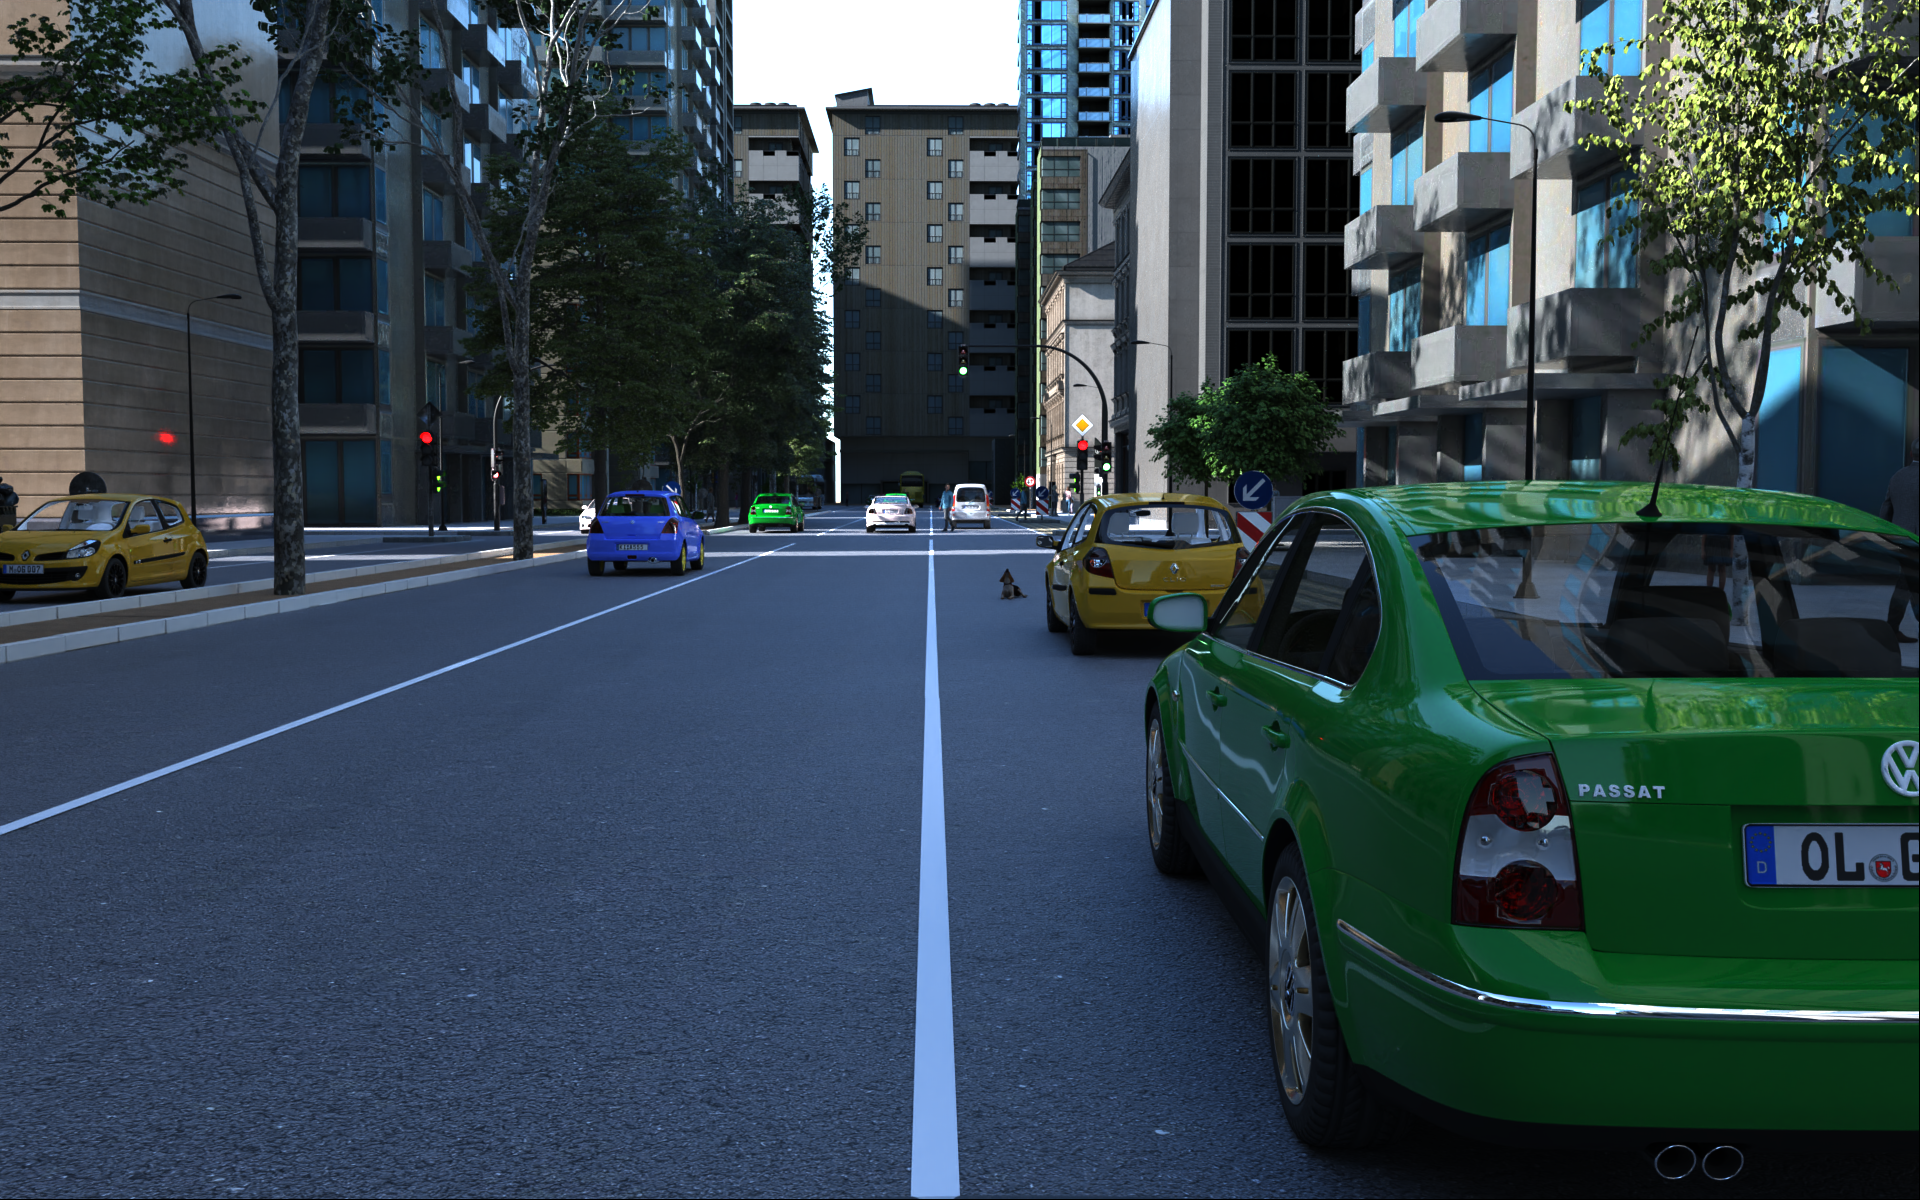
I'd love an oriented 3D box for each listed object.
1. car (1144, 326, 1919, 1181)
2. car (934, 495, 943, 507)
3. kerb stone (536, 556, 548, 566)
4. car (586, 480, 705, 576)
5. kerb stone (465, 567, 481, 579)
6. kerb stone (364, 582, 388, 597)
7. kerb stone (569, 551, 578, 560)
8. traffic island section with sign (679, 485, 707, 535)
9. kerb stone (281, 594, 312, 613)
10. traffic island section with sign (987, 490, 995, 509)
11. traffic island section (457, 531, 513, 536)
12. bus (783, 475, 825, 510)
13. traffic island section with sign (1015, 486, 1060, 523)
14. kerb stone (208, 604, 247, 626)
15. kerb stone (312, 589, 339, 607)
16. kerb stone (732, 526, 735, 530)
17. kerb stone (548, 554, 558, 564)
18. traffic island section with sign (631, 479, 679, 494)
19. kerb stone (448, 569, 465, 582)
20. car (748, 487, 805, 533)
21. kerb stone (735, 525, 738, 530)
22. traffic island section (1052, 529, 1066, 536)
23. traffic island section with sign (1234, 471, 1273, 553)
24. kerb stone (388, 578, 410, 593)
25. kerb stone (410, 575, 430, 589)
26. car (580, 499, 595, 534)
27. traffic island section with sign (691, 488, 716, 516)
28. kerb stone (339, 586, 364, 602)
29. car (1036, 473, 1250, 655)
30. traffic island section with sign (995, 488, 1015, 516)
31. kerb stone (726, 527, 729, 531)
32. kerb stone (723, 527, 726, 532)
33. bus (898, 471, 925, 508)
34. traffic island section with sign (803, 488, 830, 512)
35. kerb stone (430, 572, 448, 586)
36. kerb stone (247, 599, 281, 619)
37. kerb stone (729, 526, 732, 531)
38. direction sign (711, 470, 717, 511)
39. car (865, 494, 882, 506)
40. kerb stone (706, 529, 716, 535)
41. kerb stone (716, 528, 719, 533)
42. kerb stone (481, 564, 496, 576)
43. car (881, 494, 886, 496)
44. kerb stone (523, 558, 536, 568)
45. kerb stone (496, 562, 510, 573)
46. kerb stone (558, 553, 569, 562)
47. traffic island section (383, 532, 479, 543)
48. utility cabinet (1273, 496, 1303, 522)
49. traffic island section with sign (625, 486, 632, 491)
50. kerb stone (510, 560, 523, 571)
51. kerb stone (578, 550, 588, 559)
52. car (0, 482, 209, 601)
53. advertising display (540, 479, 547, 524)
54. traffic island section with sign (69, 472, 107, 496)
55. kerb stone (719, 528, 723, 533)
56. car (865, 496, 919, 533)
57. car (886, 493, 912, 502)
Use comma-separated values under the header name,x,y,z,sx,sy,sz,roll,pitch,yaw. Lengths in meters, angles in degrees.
name,x,y,z,sx,sy,sz,roll,pitch,yaw
car,1.607,0.222,5.170,1.959,1.807,4.718,0,4,0
car,-1.802,-10.773,188.719,1.945,1.354,3.894,0,4,-3
kerb stone,-8.479,-0.762,34.673,0.120,0.150,1.000,0,4,-1
car,-5.698,-1.353,31.712,1.945,1.707,3.694,0,4,-1
kerb stone,-8.400,-0.449,29.539,0.120,0.150,1.000,0,4,-1
kerb stone,-8.318,-0.131,24.404,0.120,0.150,1.000,0,4,-1
kerb stone,-8.537,-0.946,37.741,0.120,0.150,1.000,0,4,-1
traffic island section with sign,-9.947,-3.197,60.402,2.006,1.907,1.989,0,4,-1
kerb stone,-8.253,0.053,21.334,0.120,0.150,1.000,0,4,-1
traffic island section with sign,2.622,-9.424,162.717,1.989,1.847,2.006,0,4,-1
traffic island section,-16.227,-2.346,60.642,2.009,0.180,2.903,0,4,-1
bus,-14.342,-10.140,160.647,2.948,3.499,13.247,0,3,0
traffic island section with sign,3.909,-4.714,85.708,1.989,1.847,2.006,0,4,-1
kerb stone,-8.225,0.178,19.284,0.120,0.150,1.000,0,4,-1
kerb stone,-8.279,-0.010,22.361,0.120,0.150,1.000,0,4,-1
kerb stone,-9.038,-2.799,67.969,0.120,0.150,1.000,0,4,-1
kerb stone,-8.504,-0.826,35.694,0.120,0.150,1.000,0,4,-1
traffic island section with sign,-9.834,-2.744,52.995,2.006,1.907,1.989,0,4,-1
kerb stone,-8.377,-0.386,28.506,0.120,0.150,1.000,0,4,-1
car,-6.902,-3.463,65.415,1.959,1.807,4.718,0,3,0
kerb stone,-9.056,-2.863,68.997,0.120,0.150,1.000,0,4,-1
traffic island section,4.312,-2.367,60.977,2.009,0.180,2.903,0,4,-1
traffic island section with sign,4.833,-1.307,29.989,1.989,1.847,2.006,0,4,-1
kerb stone,-8.332,-0.198,25.429,0.120,0.150,1.000,0,4,-1
kerb stone,-8.349,-0.260,26.460,0.120,0.150,1.000,0,4,-1
car,-12.891,-3.177,64.308,2.083,1.381,4.827,0,4,-3
traffic island section with sign,-16.762,-6.376,112.876,1.989,1.847,2.006,0,4,-1
kerb stone,-8.300,-0.073,23.382,0.120,0.150,1.000,0,4,-1
car,1.789,-0.406,16.859,2.015,1.641,3.980,0,4,-2
traffic island section with sign,3.461,-6.363,112.659,1.989,1.847,2.006,0,4,-1
kerb stone,-9.002,-2.674,65.922,0.120,0.150,1.000,0,4,-1
kerb stone,-8.989,-2.611,64.885,0.120,0.150,1.000,0,4,-1
bus,-5.170,-11.876,185.724,2.896,3.916,12.252,0,4,-2
traffic island section with sign,-11.204,-7.792,135.530,2.006,1.907,1.989,0,4,-1
kerb stone,-8.358,-0.322,27.482,0.120,0.150,1.000,0,4,-1
kerb stone,-8.243,0.116,20.308,0.120,0.150,1.000,0,4,-1
kerb stone,-9.020,-2.737,66.944,0.120,0.150,1.000,0,4,-1
direction sign,-19.112,-8.733,134.782,0.379,3.537,0.876,1,4,22
car,-8.569,-10.000,175.294,2.131,1.459,4.920,0,4,1
kerb stone,-8.927,-2.423,61.804,0.120,0.150,1.000,0,4,-1
kerb stone,-8.954,-2.481,62.827,0.120,0.150,1.000,0,4,-1
kerb stone,-8.414,-0.512,30.565,0.120,0.150,1.000,0,4,-1
car,-9.058,-11.972,204.774,2.155,1.783,4.494,0,4,-2
kerb stone,-8.469,-0.700,33.644,0.120,0.150,1.000,0,4,-1
kerb stone,-8.436,-0.574,31.592,0.120,0.150,1.000,0,4,-1
kerb stone,-8.517,-0.888,36.718,0.120,0.150,1.000,0,4,-1
traffic island section,-16.094,-1.858,52.658,2.009,0.180,2.903,0,4,-1
utility cabinet,10.228,-2.602,53.699,1.020,1.237,0.306,0,4,-4
traffic island section with sign,-16.326,-4.724,85.862,1.989,1.847,2.006,0,4,-1
kerb stone,-8.452,-0.637,32.614,0.120,0.150,1.000,0,4,-1
kerb stone,-8.546,-1.014,38.772,0.120,0.150,1.000,0,4,-1
car,-12.157,-0.867,24.391,2.015,1.641,3.980,0,4,0
advertising display,-17.870,-4.231,74.391,0.123,1.923,0.974,0,4,-5
traffic island section with sign,-15.400,-1.313,30.102,1.989,1.847,2.006,0,4,-1
kerb stone,-8.968,-2.543,63.855,0.120,0.150,1.000,0,4,-1
car,-2.599,-3.268,65.799,2.083,1.381,4.827,0,4,-1
car,-3.903,-5.944,105.978,1.959,1.807,4.718,0,4,-2
